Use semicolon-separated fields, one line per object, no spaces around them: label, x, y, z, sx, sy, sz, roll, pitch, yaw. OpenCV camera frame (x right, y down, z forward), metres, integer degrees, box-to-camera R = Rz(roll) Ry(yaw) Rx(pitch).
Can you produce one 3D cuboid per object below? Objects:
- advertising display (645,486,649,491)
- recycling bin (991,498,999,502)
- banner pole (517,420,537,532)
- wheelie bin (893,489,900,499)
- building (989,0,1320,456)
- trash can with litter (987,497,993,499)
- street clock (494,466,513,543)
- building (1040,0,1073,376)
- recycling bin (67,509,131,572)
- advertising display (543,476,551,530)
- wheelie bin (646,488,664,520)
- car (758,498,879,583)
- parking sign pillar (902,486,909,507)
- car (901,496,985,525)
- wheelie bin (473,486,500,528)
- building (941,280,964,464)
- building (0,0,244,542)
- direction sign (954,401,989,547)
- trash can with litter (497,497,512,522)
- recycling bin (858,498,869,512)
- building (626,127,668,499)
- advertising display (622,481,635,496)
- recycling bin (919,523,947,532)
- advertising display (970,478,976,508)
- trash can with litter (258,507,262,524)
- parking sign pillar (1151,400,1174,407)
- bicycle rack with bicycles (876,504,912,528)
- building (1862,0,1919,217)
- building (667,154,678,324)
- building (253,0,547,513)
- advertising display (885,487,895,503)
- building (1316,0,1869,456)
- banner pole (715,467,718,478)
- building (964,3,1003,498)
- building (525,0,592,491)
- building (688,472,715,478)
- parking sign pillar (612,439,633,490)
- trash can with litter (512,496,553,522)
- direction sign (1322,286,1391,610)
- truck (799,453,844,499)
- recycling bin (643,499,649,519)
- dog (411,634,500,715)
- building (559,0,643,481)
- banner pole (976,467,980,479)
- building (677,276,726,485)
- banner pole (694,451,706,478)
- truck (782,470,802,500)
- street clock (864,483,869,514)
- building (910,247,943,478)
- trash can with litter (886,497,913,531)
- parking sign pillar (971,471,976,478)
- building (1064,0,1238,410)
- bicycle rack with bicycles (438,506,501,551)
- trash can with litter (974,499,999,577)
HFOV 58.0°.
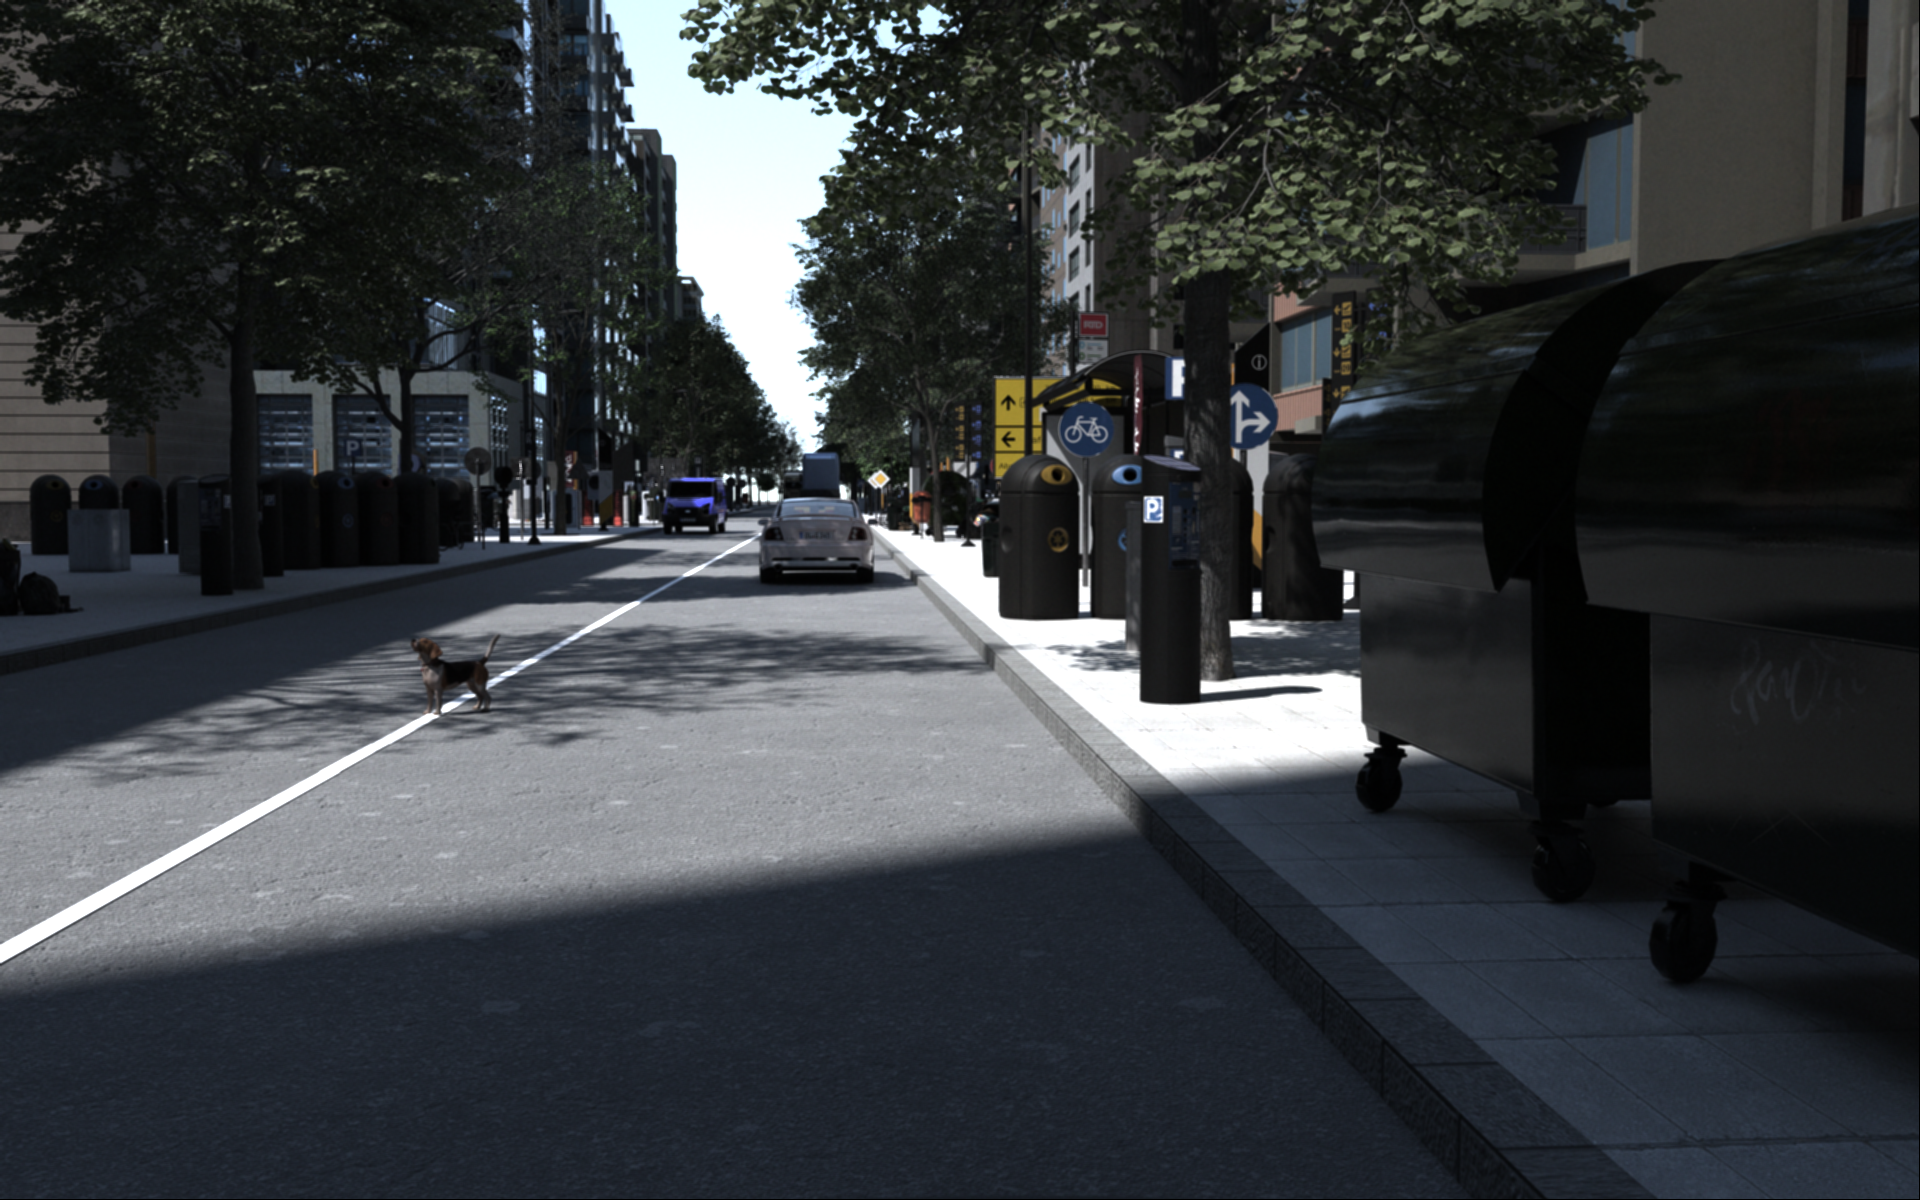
advertising display;-23.674;-7.789;132.561;0.974;1.923;0.123;-3;4;-39
recycling bin;2.253;-5.317;99.484;0.722;1.027;0.722;3;5;41
banner pole;-14.613;-4.190;58.525;0.863;3.779;0.401;2;4;26
wheelie bin;-4.081;-6.430;113.045;0.693;1.594;0.980;-3;5;-42
building;13.686;-29.644;139.309;22.147;44.769;28.867;0;4;-4
trash can with litter;0.613;-2.786;56.931;1.055;1.170;0.624;2;4;29
street clock;-11.941;-2.494;45.348;0.358;2.002;0.471;2;4;26
building;12.794;-28.108;109.670;14.600;45.320;14.200;0;4;-4
recycling bin;-14.288;-0.991;28.755;0.722;1.027;0.722;0;4;-1
advertising display;-15.040;-3.538;63.060;0.123;1.923;0.974;0;4;-6
wheelie bin;-14.922;-4.708;84.878;0.980;1.594;0.693;3;5;42
car;-2.408;-1.041;29.386;2.083;1.381;4.827;0;4;-4
parking sign pillar;-2.924;-7.136;105.141;1.447;3.967;1.447;-2;4;-27
car;-0.542;-3.766;73.373;4.920;1.459;2.131;0;4;-4
wheelie bin;-17.897;-3.534;65.687;0.980;1.594;0.693;0;3;0
building;9.647;-35.516;272.566;32.217;40.220;23.993;0;4;-4
building;-35.121;-15.477;50.306;25.104;27.353;12.463;0;4;-4
direction sign;0.201;-3.075;42.273;0.876;3.537;0.379;3;5;40
trash can with litter;-21.247;-4.199;80.033;0.624;1.170;1.055;1;4;23
recycling bin;-7.007;-6.909;125.510;0.722;1.027;0.722;0;4;3
building;-39.870;-30.840;187.833;14.154;41.232;14.086;0;4;-4
advertising display;-15.853;-4.747;82.830;0.123;1.923;0.974;1;4;21
recycling bin;-0.930;-2.859;59.302;0.722;1.027;0.722;-2;4;-35
advertising display;0.405;-3.996;70.551;0.123;1.923;0.974;2;4;24
trash can with litter;-12.893;-1.288;32.445;0.624;1.170;1.055;-2;4;-26
parking sign pillar;4.602;-3.078;38.804;1.447;3.967;1.447;-1;4;-14
bicycle rack with bicycles;-1.948;-3.252;66.548;2.925;0.926;2.852;-1;4;-16
building;23.220;-23.740;11.853;21.300;48.544;21.600;0;4;-4
building;-40.559;-31.714;202.120;14.154;41.232;14.086;0;4;-4
building;-37.061;-48.358;103.333;22.319;86.520;31.000;0;4;-4
advertising display;-6.004;-8.631;146.336;0.974;1.923;0.123;1;4;14
building;18.324;-23.868;44.872;22.147;44.769;28.867;0;4;-4
banner pole;-16.074;-7.647;115.045;0.401;3.779;0.863;-3;4;-36
building;10.860;-39.009;179.793;21.231;58.520;28.212;0;4;-4
building;-40.537;-42.760;137.380;20.563;71.187;20.611;0;4;-4
building;-51.025;-25.324;259.088;27.650;21.520;28.899;0;4;-4
parking sign pillar;-16.671;-5.891;84.787;1.447;3.967;1.447;-1;4;-21
trash can with litter;-19.197;-4.166;79.169;2.233;1.210;1.678;1;4;23
direction sign;4.438;-1.668;19.272;0.379;3.537;0.876;-2;4;-31
truck;-8.733;-7.160;106.817;2.967;4.110;18.799;0;4;-3
recycling bin;-15.659;-4.601;87.779;0.722;1.027;0.722;-1;4;-17
dog;-3.286;0.488;11.305;0.406;0.507;0.540;0;4;5
building;-42.913;-33.363;165.085;23.786;49.044;30.456;0;4;-4
banner pole;1.356;-9.189;140.250;0.401;3.779;0.863;-3;4;-36
building;-55.187;-36.271;284.909;32.217;40.220;23.993;0;4;-4
banner pole;-14.789;-6.658;98.870;0.863;3.779;0.401;-2;4;-31
truck;-19.749;-13.304;206.438;2.839;4.237;11.283;0;4;-5
street clock;-5.906;-6.382;108.910;0.358;2.002;0.471;0;4;-1
building;2.610;-39.373;298.366;22.147;44.769;28.867;0;4;-4
trash can with litter;-2.081;-3.003;60.486;1.055;1.170;0.624;3;5;43
parking sign pillar;0.630;-7.891;117.492;1.447;3.967;1.447;2;4;29
building;13.564;-19.807;95.543;14.107;30.474;14.160;0;4;-4
bicycle rack with bicycles;-12.271;-1.627;39.986;2.852;0.926;2.925;-3;4;-38
trash can with litter;0.542;-0.959;27.060;0.624;1.170;1.055;0;4;2
